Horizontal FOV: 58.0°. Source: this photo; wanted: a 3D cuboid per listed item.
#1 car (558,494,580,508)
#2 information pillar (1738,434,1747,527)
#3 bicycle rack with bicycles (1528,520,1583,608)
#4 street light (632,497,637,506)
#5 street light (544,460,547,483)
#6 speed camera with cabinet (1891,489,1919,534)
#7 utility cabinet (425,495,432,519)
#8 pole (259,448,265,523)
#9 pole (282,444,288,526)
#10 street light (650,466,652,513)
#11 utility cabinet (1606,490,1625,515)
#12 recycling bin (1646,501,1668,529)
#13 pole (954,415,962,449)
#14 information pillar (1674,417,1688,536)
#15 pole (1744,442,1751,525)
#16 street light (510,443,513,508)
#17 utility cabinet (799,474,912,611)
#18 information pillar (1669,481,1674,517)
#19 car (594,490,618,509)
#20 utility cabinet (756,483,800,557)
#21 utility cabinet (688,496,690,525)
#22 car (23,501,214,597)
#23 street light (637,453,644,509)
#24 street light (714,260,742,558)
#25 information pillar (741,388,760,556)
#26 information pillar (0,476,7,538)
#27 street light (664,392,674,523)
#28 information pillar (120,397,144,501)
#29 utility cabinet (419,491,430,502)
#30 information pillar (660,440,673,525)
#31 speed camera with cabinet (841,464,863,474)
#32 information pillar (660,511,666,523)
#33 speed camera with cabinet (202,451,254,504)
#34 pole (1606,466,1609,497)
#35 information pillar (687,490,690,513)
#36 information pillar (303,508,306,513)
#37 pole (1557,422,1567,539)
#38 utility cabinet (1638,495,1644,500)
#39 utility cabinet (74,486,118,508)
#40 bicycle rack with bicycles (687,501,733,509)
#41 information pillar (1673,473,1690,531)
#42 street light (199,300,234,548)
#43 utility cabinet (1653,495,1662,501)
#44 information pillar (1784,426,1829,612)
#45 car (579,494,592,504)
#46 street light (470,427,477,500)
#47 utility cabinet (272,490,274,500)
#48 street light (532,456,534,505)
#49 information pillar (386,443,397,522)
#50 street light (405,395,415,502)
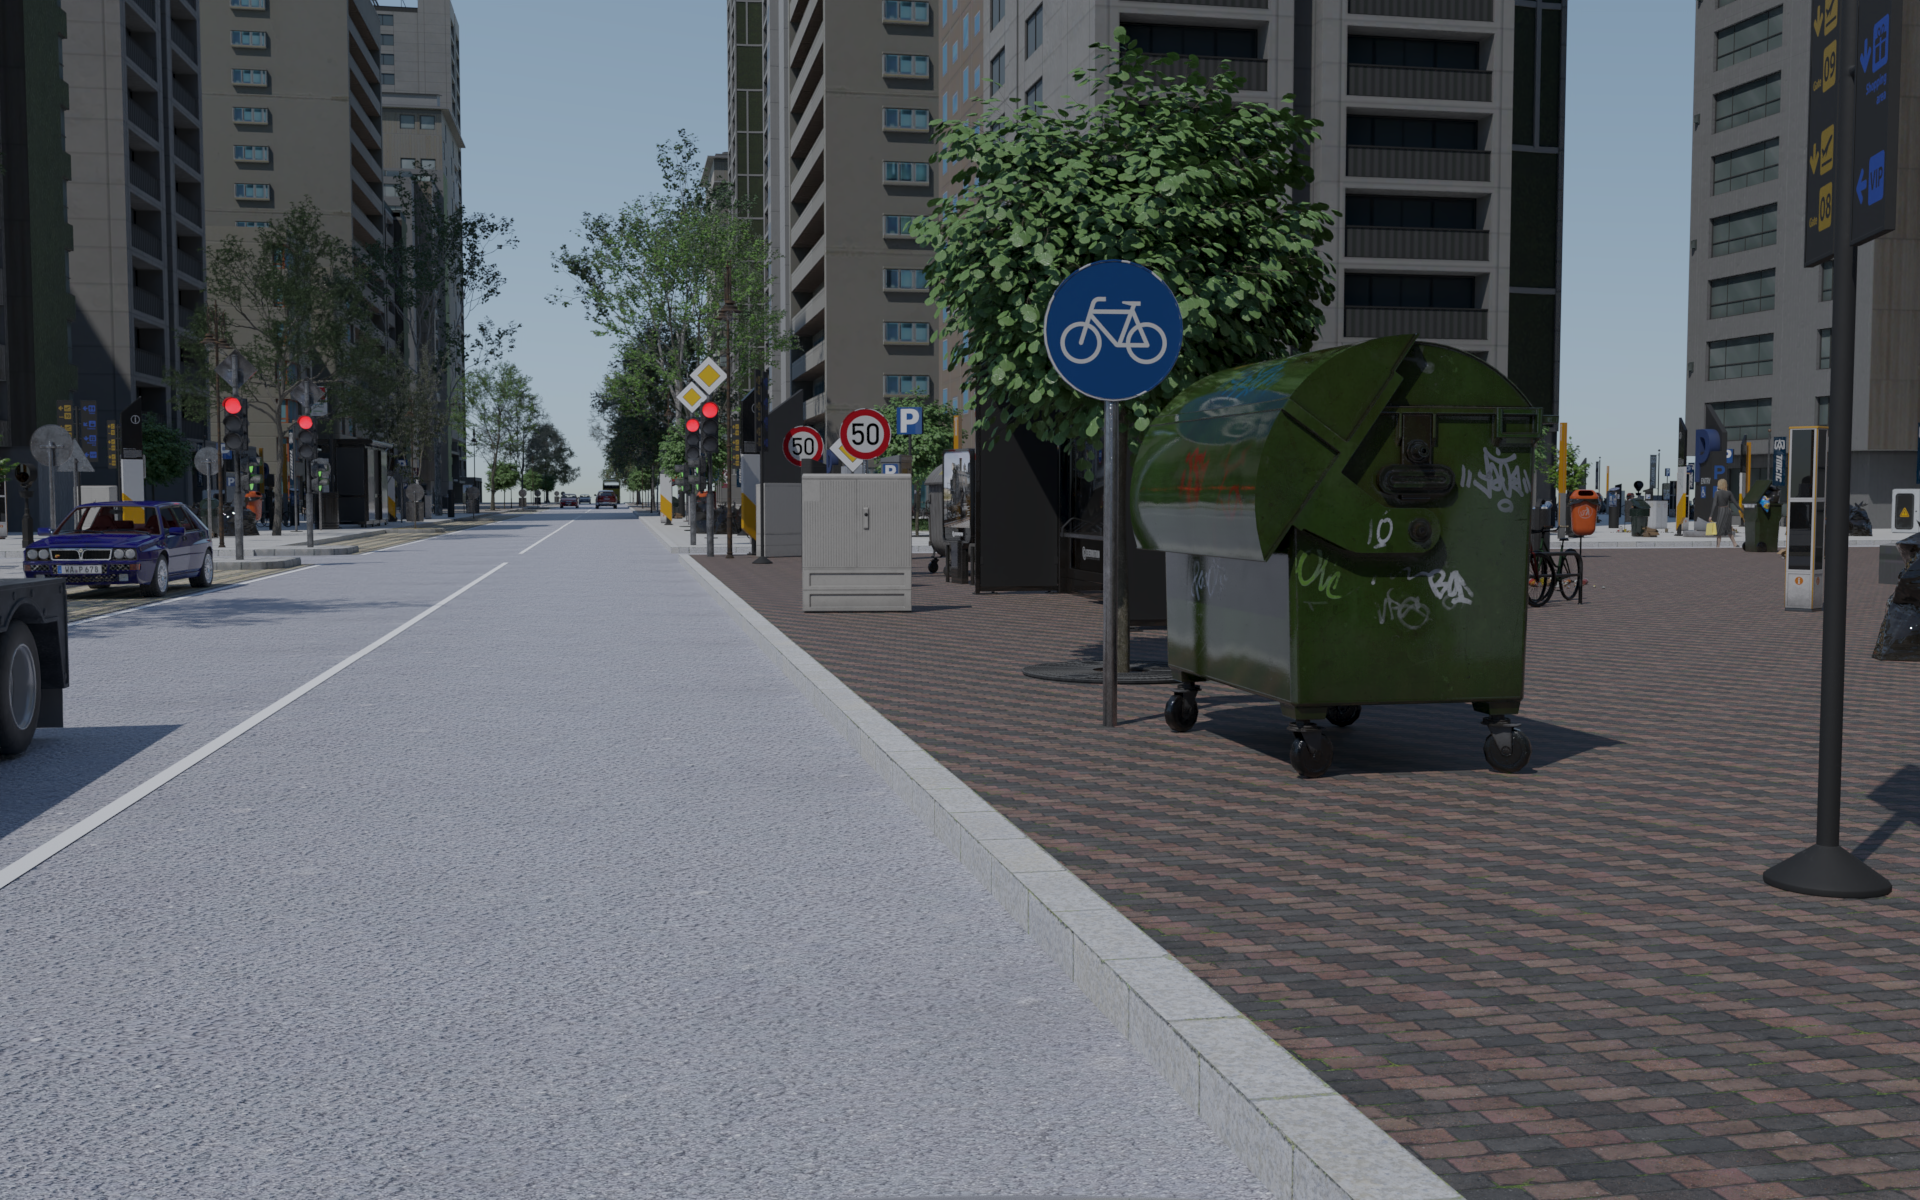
[{"bbox_3d":[-39.801,-10.239,176.448,2.155,1.783,4.494,-1,4,-10],"label":"car"},{"bbox_3d":[30.596,-4.669,67.688,0.183,3.616,0.504,3,5,40],"label":"information pillar"},{"bbox_3d":[6.233,-0.433,20.455,2.925,0.926,2.852,-2,4,-27],"label":"bicycle rack with bicycles"},{"bbox_3d":[-35.652,-13.354,191.117,0.468,5.910,1.993,-1,4,-11],"label":"street light"},{"bbox_3d":[-56.455,-16.100,236.030,0.468,5.910,1.993,-1,4,-11],"label":"street light"},{"bbox_3d":[31.373,-3.782,56.171,0.660,3.252,2.038,-2,4,-29],"label":"speed camera with cabinet"},{"bbox_3d":[-27.089,-4.716,88.268,0.306,1.237,1.020,-1,4,-14],"label":"utility cabinet"},{"bbox_3d":[-30.909,-5.068,76.700,0.158,3.312,0.155,0,3,0],"label":"pole"},{"bbox_3d":[-27.324,-4.663,70.088,0.158,3.312,0.155,0,3,0],"label":"pole"},{"bbox_3d":[-20.830,-8.803,116.720,0.468,5.910,1.993,-1,4,-11],"label":"street light"},{"bbox_3d":[40.388,-5.995,106.699,1.173,1.500,0.318,-1,4,-23],"label":"utility cabinet"},{"bbox_3d":[25.599,-3.143,63.936,0.722,1.027,0.722,-2,4,-31],"label":"recycling bin"},{"bbox_3d":[-0.055,-3.131,45.033,0.158,3.312,0.155,0,3,0],"label":"pole"},{"bbox_3d":[21.953,-3.751,52.683,0.183,3.616,0.504,0,4,1],"label":"information pillar"},{"bbox_3d":[31.006,-4.546,68.168,0.158,3.312,0.155,0,3,0],"label":"pole"},{"bbox_3d":[-40.297,-11.170,155.409,0.468,5.910,1.993,-1,4,-11],"label":"street light"},{"bbox_3d":[-1.115,-0.617,18.771,1.173,1.500,0.318,0,4,-3],"label":"utility cabinet"},{"bbox_3d":[39.117,-5.534,94.966,0.304,2.012,0.304,-1,4,-21],"label":"information pillar"},{"bbox_3d":[-34.332,-9.746,168.025,2.281,1.827,5.304,-1,4,-13],"label":"car"},{"bbox_3d":[-3.592,-1.623,35.215,1.173,1.500,0.318,-3,5,-44],"label":"utility cabinet"},{"bbox_3d":[-10.982,-3.705,71.744,0.306,1.237,1.020,-2,4,-27],"label":"utility cabinet"},{"bbox_3d":[-12.080,-0.760,25.005,1.945,1.354,3.894,-1,4,-10],"label":"car"},{"bbox_3d":[-28.012,-11.005,152.716,0.468,5.910,1.993,-1,4,-11],"label":"street light"},{"bbox_3d":[-4.594,-3.768,34.394,0.468,5.910,1.993,-1,4,-11],"label":"street light"},{"bbox_3d":[-4.337,-2.740,36.156,0.504,3.616,0.183,-3,5,-40],"label":"information pillar"},{"bbox_3d":[-28.299,-2.848,51.061,0.304,2.012,0.304,-2,4,-34],"label":"information pillar"},{"bbox_3d":[-13.082,-6.429,77.902,0.468,5.910,1.993,-1,4,-11],"label":"street light"},{"bbox_3d":[-19.834,-3.069,41.539,0.183,3.616,0.504,3,5,45],"label":"information pillar"},{"bbox_3d":[-33.685,-6.088,108.215,0.318,1.500,1.173,3,4,39],"label":"utility cabinet"},{"bbox_3d":[-12.074,-4.884,71.205,0.504,3.616,0.183,0,4,5],"label":"information pillar"},{"bbox_3d":[-2.719,-3.706,54.934,2.038,3.252,0.660,-1,4,-23],"label":"speed camera with cabinet"},{"bbox_3d":[-12.968,-4.380,76.100,0.304,2.012,0.304,1,4,16],"label":"information pillar"},{"bbox_3d":[-30.642,-4.782,72.526,0.660,3.252,2.038,2,4,33],"label":"speed camera with cabinet"},{"bbox_3d":[46.781,-8.029,125.111,0.158,3.312,0.155,0,3,0],"label":"pole"},{"bbox_3d":[-18.442,-6.938,117.925,0.304,2.012,0.304,-2,4,-27],"label":"information pillar"},{"bbox_3d":[-42.481,-6.599,112.384,0.304,2.012,0.304,-1,4,-17],"label":"information pillar"},{"bbox_3d":[17.182,-3.398,49.396,0.158,3.312,0.155,0,3,0],"label":"pole"},{"bbox_3d":[34.511,-4.685,87.756,0.306,1.237,1.020,1,4,22],"label":"utility cabinet"},{"bbox_3d":[-23.226,-2.316,46.546,1.173,1.500,0.318,1,4,17],"label":"utility cabinet"},{"bbox_3d":[-12.251,-4.456,86.234,2.852,0.926,2.925,1,4,16],"label":"bicycle rack with bicycles"},{"bbox_3d":[25.180,-3.415,60.330,0.304,2.012,0.304,-2,4,-27],"label":"information pillar"},{"bbox_3d":[-17.702,-4.194,41.366,0.468,5.910,1.993,-1,4,-11],"label":"street light"},{"bbox_3d":[41.029,-5.511,101.260,1.020,1.237,0.306,1,4,13],"label":"utility cabinet"},{"bbox_3d":[9.245,-0.883,18.926,0.304,2.012,0.304,-3,5,-43],"label":"information pillar"},{"bbox_3d":[-54.202,-14.570,250.216,2.014,1.417,4.499,-1,4,-11],"label":"car"},{"bbox_3d":[-32.806,-8.823,117.046,0.468,5.910,1.993,-1,4,-11],"label":"street light"},{"bbox_3d":[-40.341,-5.655,101.142,0.318,1.500,1.173,-2,4,-31],"label":"utility cabinet"},{"bbox_3d":[-48.819,-13.773,197.967,0.468,5.910,1.993,-1,4,-11],"label":"street light"},{"bbox_3d":[-26.214,-5.400,79.647,0.183,3.616,0.504,3,4,37],"label":"information pillar"},{"bbox_3d":[-25.185,-6.534,79.626,0.468,5.910,1.993,-1,4,-11],"label":"street light"}]
